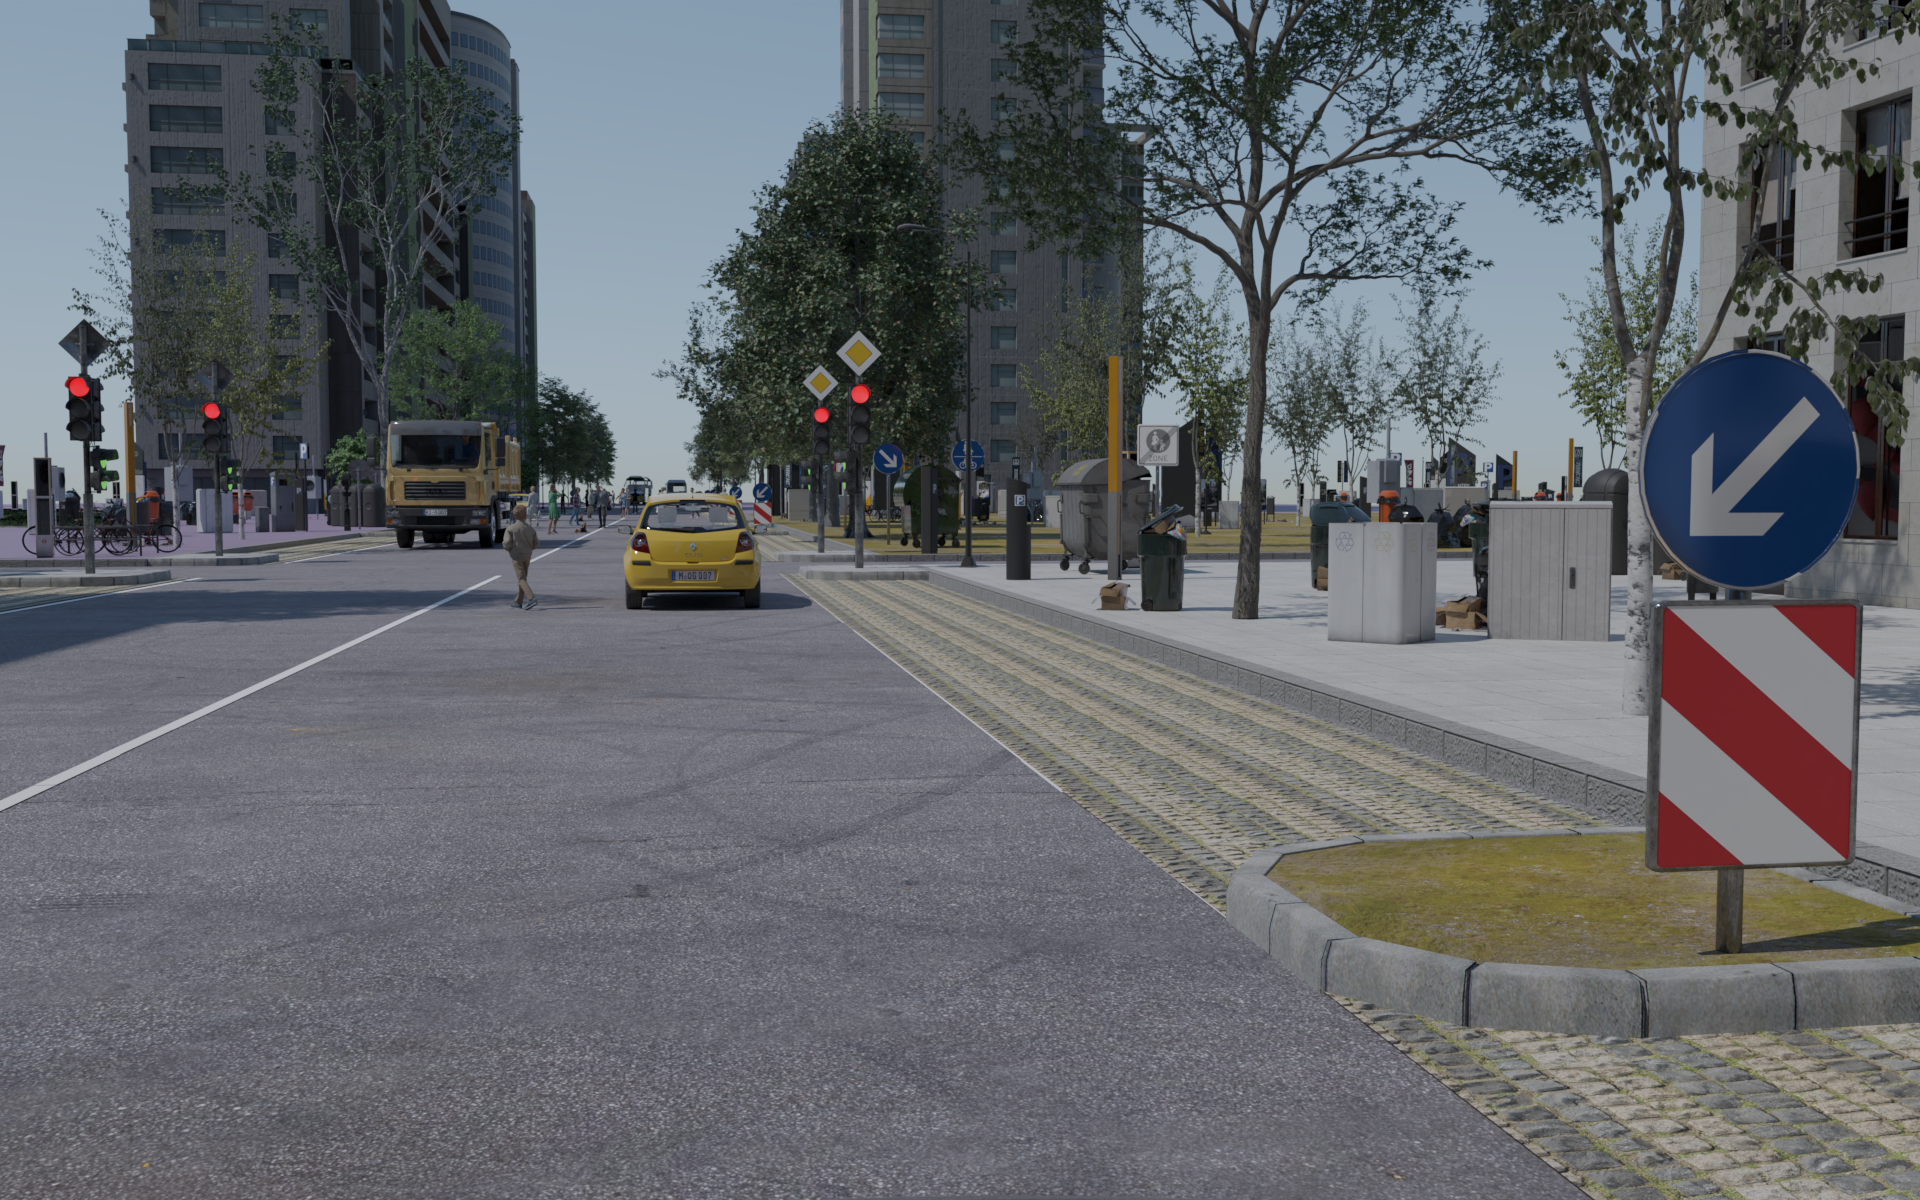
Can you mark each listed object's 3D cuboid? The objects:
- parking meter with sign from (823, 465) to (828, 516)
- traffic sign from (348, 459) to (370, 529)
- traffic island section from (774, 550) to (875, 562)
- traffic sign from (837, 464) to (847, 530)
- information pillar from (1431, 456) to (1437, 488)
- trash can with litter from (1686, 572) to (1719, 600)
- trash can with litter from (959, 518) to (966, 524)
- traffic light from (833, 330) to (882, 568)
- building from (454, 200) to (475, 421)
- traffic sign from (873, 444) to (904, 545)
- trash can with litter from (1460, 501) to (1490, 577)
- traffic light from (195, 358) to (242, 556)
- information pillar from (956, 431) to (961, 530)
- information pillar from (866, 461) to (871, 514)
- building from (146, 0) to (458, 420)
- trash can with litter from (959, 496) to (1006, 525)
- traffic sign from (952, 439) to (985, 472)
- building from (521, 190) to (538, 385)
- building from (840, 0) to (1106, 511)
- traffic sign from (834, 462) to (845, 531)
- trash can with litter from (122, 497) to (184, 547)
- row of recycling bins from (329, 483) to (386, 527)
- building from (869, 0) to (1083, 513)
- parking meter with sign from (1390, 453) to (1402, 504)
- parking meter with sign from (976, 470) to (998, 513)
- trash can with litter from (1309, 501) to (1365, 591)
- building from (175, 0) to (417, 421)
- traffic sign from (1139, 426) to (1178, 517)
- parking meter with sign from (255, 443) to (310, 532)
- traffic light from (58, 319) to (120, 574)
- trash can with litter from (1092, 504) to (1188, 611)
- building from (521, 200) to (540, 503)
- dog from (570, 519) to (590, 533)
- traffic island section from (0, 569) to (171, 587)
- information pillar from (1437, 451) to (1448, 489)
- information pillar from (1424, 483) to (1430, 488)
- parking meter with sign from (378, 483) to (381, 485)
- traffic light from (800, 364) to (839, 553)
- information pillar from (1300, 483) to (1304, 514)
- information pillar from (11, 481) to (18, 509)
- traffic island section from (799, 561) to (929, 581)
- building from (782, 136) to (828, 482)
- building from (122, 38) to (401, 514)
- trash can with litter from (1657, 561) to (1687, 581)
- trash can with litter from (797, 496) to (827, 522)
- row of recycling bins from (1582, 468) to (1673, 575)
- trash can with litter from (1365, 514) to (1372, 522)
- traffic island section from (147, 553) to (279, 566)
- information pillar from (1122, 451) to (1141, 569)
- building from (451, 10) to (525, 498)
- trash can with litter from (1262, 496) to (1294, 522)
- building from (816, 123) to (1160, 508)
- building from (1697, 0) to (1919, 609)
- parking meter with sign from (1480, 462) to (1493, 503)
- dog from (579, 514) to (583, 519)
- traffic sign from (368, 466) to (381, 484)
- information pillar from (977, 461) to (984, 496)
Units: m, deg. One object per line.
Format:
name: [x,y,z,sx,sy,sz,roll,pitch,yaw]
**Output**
parking meter with sign: [-8.149,-6.577,103.795,0.543,3.016,1.738,-1,4,-13]
traffic sign: [-21.757,-3.829,62.702,0.768,2.556,0.104,0,4,-4]
traffic island section: [-3.008,-0.951,37.824,2.009,0.180,2.903,-1,4,-9]
traffic sign: [-3.805,-3.399,57.709,0.606,2.300,0.079,0,4,-5]
information pillar: [28.295,-6.847,103.307,0.504,3.616,0.183,3,5,42]
trash can with litter: [7.461,-0.349,16.761,2.233,1.210,1.678,-3,5,-44]
trash can with litter: [-0.184,-3.815,73.761,1.055,1.170,0.624,2,4,32]
traffic light: [-1.759,-2.502,29.823,0.839,4.253,0.868,-1,4,-9]
building: [-54.101,-24.035,164.677,14.160,30.474,14.107,-1,4,-9]
traffic sign: [-1.807,-2.668,43.732,0.768,2.556,0.104,0,4,0]
trash can with litter: [8.286,-0.936,26.683,1.055,1.170,0.624,-2,4,-28]
traffic light: [-15.295,-2.861,35.690,0.839,4.253,0.868,-1,4,-9]
information pillar: [-0.058,-4.321,62.007,0.183,3.616,0.504,-1,4,-13]
information pillar: [-5.805,-7.246,109.823,0.183,3.616,0.504,-3,5,-40]
building: [-54.760,-31.908,145.390,21.300,48.544,21.600,-1,4,-9]
trash can with litter: [0.877,-3.705,71.635,2.233,1.210,1.678,3,4,39]
traffic sign: [0.185,-2.459,40.317,0.768,2.556,0.104,0,4,-3]
building: [-67.965,-36.523,247.254,14.600,45.320,14.200,-1,4,-9]
building: [0.634,-36.800,143.680,21.231,58.520,28.212,-1,4,-9]
traffic sign: [-3.983,-3.660,59.944,0.768,2.556,0.104,0,4,-4]
trash can with litter: [-20.071,-1.967,43.225,1.678,1.210,2.233,1,4,10]
row of recycling bins: [-23.622,-3.717,67.889,1.069,1.692,3.534,-3,5,-45]
building: [0.407,-26.823,122.146,14.154,41.232,14.086,-1,4,-9]
parking meter with sign: [18.542,-4.740,73.756,0.543,3.016,1.738,1,4,16]
parking meter with sign: [1.939,-7.239,114.620,1.738,3.016,0.543,1,4,18]
trash can with litter: [5.031,-0.730,23.321,0.624,1.170,1.055,0,4,7]
building: [-48.486,-27.217,128.590,14.154,41.232,14.086,-1,4,-9]
traffic sign: [2.903,-1.429,25.487,0.606,2.300,0.079,0,4,-5]
parking meter with sign: [-22.966,-3.816,58.660,0.543,3.016,1.738,3,5,44]
traffic light: [-14.005,-2.379,27.810,0.839,4.253,0.868,-1,4,-9]
trash can with litter: [1.980,-0.468,19.046,1.055,1.170,0.624,1,4,12]
building: [-64.548,-33.596,232.883,14.154,41.232,14.086,-1,4,-9]
dog: [-14.055,-2.680,64.016,0.748,0.427,0.550,-1,4,-13]
traffic island section: [-14.046,-0.346,27.938,2.009,0.180,2.903,-1,4,-9]
information pillar: [25.768,-6.162,92.104,0.504,3.616,0.183,1,4,23]
information pillar: [31.406,-6.858,116.617,0.304,2.012,0.304,0,4,-5]
parking meter with sign: [-35.843,-6.662,105.183,1.738,3.016,0.543,1,4,11]
traffic light: [-3.049,-2.984,37.704,0.839,4.253,0.868,-1,4,-9]
information pillar: [22.107,-6.576,112.008,0.304,2.012,0.304,0,4,8]
information pillar: [-53.464,-5.716,97.943,0.304,2.012,0.304,-1,4,-20]
traffic island section: [-1.717,-0.469,29.944,2.009,0.180,2.903,-1,4,-9]
building: [-12.306,-37.516,232.993,23.786,49.044,30.456,-1,4,-9]
building: [-45.578,-20.983,114.773,14.160,30.474,14.107,-1,4,-9]
trash can with litter: [10.770,-0.872,25.639,0.624,1.170,1.055,-1,4,-20]
trash can with litter: [-6.800,-4.281,81.054,2.233,1.210,1.678,-3,5,-39]
row of recycling bins: [11.763,-1.255,27.634,3.534,1.692,1.069,0,3,0]
trash can with litter: [6.234,-0.934,26.654,0.624,1.170,1.055,-3,4,-39]
traffic island section: [-15.336,-0.828,35.818,2.009,0.180,2.903,-1,4,-9]
information pillar: [2.911,-1.551,29.851,0.304,2.012,0.304,-3,4,-36]
building: [-65.314,-40.908,210.841,21.231,58.520,28.212,-1,4,-9]
trash can with litter: [14.419,-4.185,79.484,1.678,1.210,2.233,-2,4,-29]
building: [1.222,-29.310,171.094,32.217,40.220,23.993,-1,4,-9]
building: [16.398,-9.827,15.427,10.420,20.320,16.860,-1,4,-9]
parking meter with sign: [28.678,-6.016,94.618,0.543,3.016,1.738,2,4,27]
dog: [-19.796,-4.257,89.791,0.748,0.427,0.550,-1,4,-10]
traffic sign: [-26.278,-4.765,78.016,0.768,2.556,0.104,0,4,-3]
information pillar: [1.313,-7.195,108.985,0.504,3.616,0.183,0,4,7]
